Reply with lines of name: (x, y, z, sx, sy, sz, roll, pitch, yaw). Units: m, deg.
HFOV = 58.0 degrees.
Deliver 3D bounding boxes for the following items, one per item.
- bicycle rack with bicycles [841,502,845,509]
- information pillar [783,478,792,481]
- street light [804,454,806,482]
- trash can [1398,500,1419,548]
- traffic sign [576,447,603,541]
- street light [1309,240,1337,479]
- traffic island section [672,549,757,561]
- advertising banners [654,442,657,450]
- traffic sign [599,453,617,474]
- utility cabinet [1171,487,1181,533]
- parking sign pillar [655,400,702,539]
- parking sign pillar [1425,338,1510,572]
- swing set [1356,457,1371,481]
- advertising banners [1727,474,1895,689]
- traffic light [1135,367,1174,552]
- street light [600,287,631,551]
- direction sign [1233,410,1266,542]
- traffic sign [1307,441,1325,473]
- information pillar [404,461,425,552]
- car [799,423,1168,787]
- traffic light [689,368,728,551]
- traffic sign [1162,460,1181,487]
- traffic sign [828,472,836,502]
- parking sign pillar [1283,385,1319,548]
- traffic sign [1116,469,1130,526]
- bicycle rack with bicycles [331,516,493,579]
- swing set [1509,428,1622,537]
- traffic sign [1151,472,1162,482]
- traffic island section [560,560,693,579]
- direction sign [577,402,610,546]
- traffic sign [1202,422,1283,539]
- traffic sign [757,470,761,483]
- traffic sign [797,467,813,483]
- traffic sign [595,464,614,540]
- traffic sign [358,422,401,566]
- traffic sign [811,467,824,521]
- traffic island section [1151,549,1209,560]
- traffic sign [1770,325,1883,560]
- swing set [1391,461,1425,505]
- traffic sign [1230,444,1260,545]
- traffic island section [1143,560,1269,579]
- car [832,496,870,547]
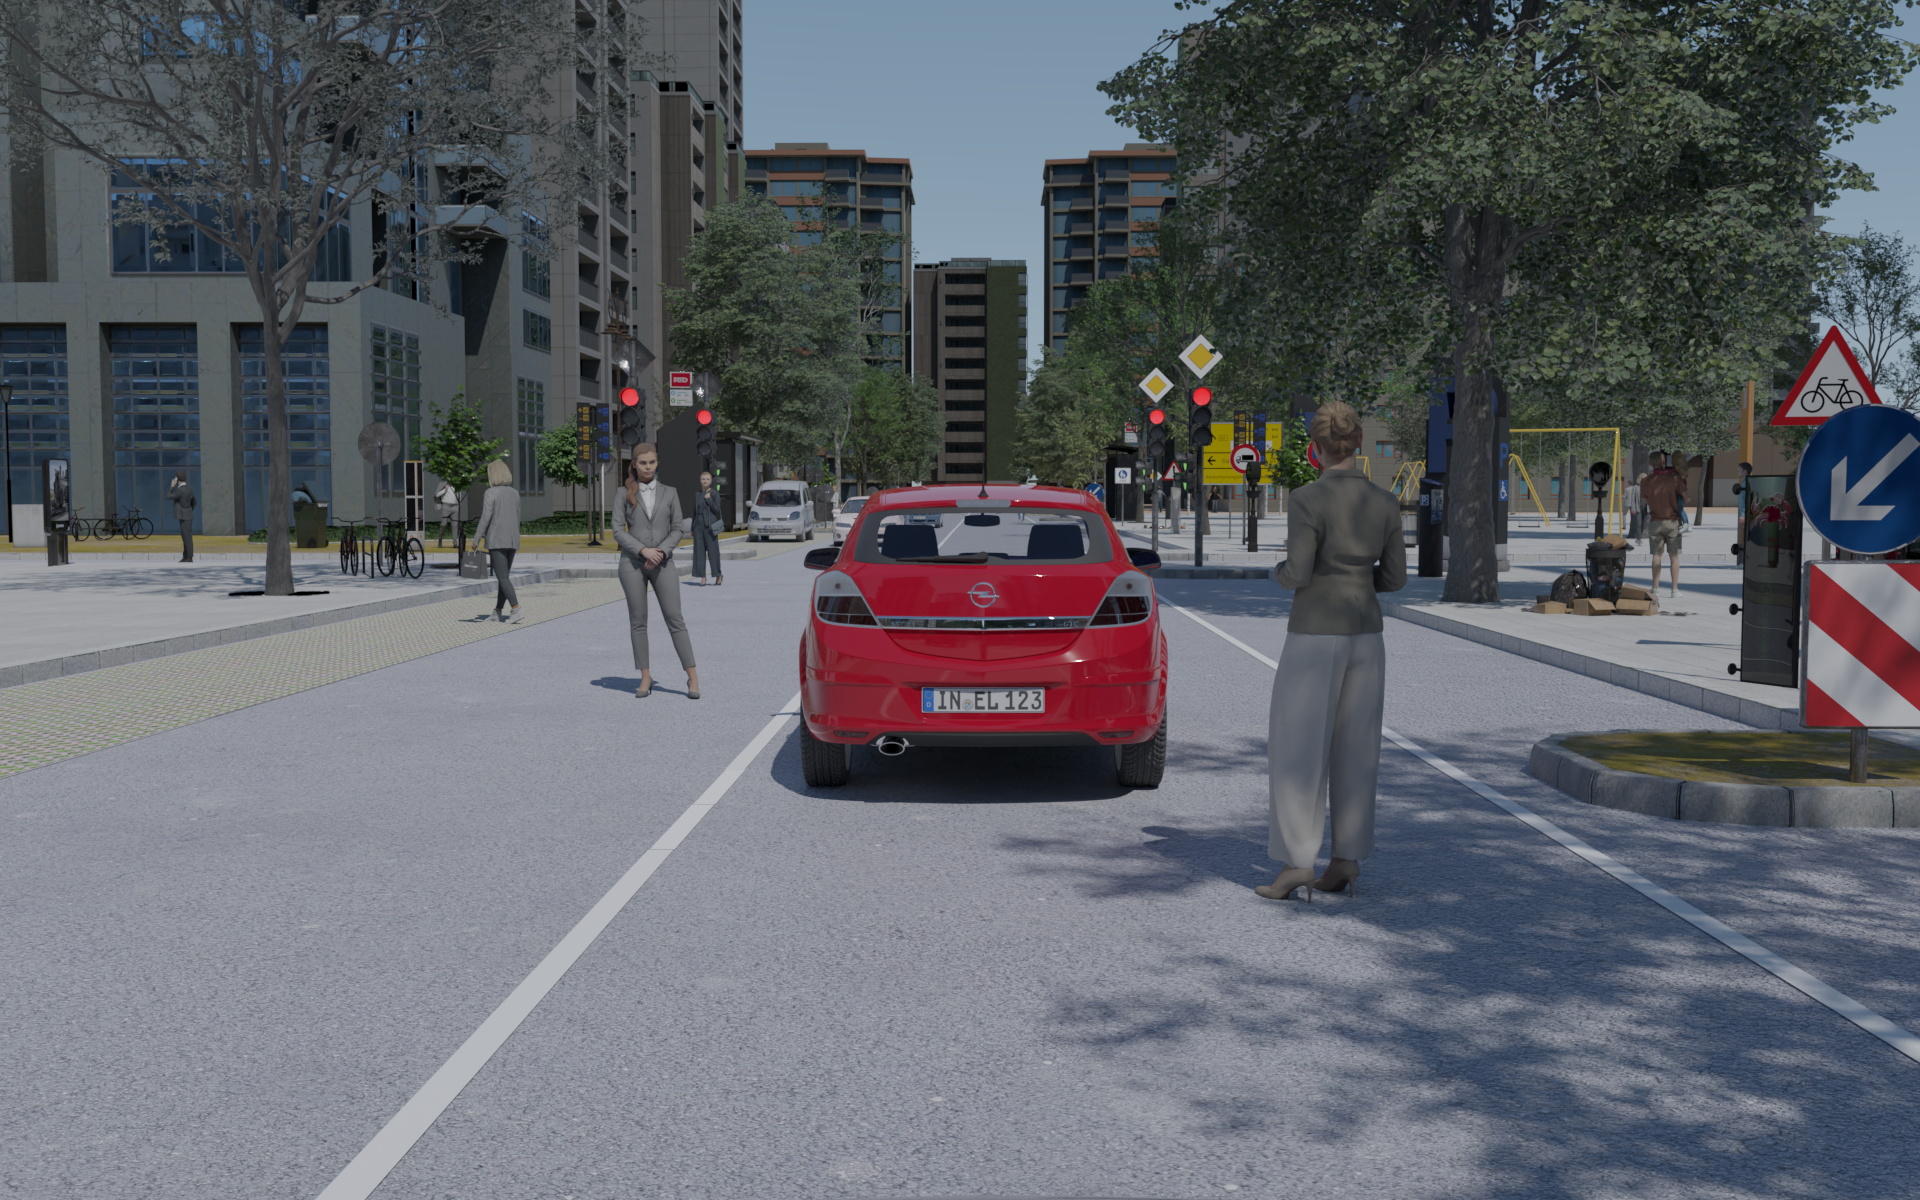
bicycle rack with bicycles: (-8.542, -6.076, 112.729, 2.925, 0.926, 2.852, 0, 4, -8)
information pillar: (-7.843, -4.544, 78.794, 0.304, 2.012, 0.304, 3, 4, 38)
street light: (-7.068, -6.489, 78.888, 0.468, 5.910, 1.993, 0, 4, 1)
trash can: (10.669, -1.820, 41.404, 0.748, 1.137, 0.748, 0, 3, 0)
traffic sign: (-10.014, -2.858, 46.837, 0.768, 2.556, 0.104, 1, 4, 10)
street light: (6.237, -3.491, 29.861, 0.468, 5.910, 1.993, 0, 4, 1)
traffic island section: (-5.671, -1.010, 38.795, 2.009, 0.180, 2.903, 0, 4, 1)
advertising banners: (-10.082, -3.872, 59.490, 0.090, 3.025, 2.074, 1, 4, 13)
traffic sign: (-9.742, -2.904, 47.206, 0.795, 2.593, 0.064, 0, 4, 5)
utility cabinet: (7.024, -2.912, 56.295, 0.318, 1.500, 1.173, 0, 4, 6)
parking sign pillar: (-8.082, -3.744, 49.682, 1.447, 3.967, 1.447, -2, 4, -24)
parking sign pillar: (8.457, -2.472, 28.886, 1.447, 3.967, 1.447, 3, 5, 41)
swing set: (15.971, -4.641, 73.504, 3.119, 2.851, 2.862, 2, 4, 28)
advertising banners: (5.710, -0.898, 10.876, 0.090, 3.025, 2.074, -1, 4, -22)
traffic light: (4.329, -3.034, 38.521, 0.839, 4.253, 0.868, 0, 4, 1)
street light: (-7.668, -4.046, 38.935, 0.468, 5.910, 1.993, 0, 4, 1)
direction sign: (7.789, -3.342, 46.638, 0.876, 3.537, 0.379, 1, 4, 22)
traffic sign: (7.889, -2.290, 37.541, 0.768, 2.556, 0.104, 0, 4, 5)
information pillar: (-12.149, -2.084, 38.570, 0.304, 2.012, 0.304, 1, 4, 14)
car: (0.129, -0.056, 9.962, 2.155, 1.783, 4.494, 0, 4, 1)
traffic light: (-5.631, -3.042, 38.660, 0.839, 4.253, 0.868, 0, 4, 1)
traffic sign: (8.132, -4.030, 65.887, 0.884, 2.594, 0.081, 1, 4, 8)
traffic sign: (-7.578, -6.134, 100.402, 0.768, 2.556, 0.104, 1, 4, 9)
parking sign pillar: (8.497, -3.241, 41.462, 1.447, 3.967, 1.447, -2, 4, -33)
traffic sign: (6.427, -4.055, 68.429, 0.606, 2.300, 0.079, 0, 4, 1)
bicycle rack with bicycles: (-8.520, -0.848, 27.251, 2.852, 0.926, 2.925, -1, 4, -22)
swing set: (14.401, -2.691, 41.613, 3.119, 2.851, 2.862, 2, 4, 27)
traffic sign: (9.864, -5.389, 87.850, 0.795, 2.593, 0.064, 1, 4, 9)
traffic island section: (-5.795, -0.522, 30.811, 2.009, 0.180, 2.903, 0, 4, 1)
direction sign: (-9.091, -3.119, 42.997, 0.876, 3.537, 0.379, -3, 5, -40)
traffic sign: (7.965, -3.367, 48.921, 2.265, 3.308, 0.079, 0, 4, 4)
traffic sign: (-10.578, -5.434, 88.949, 0.768, 2.556, 0.104, 0, 4, 7)
traffic sign: (-7.279, -4.965, 81.290, 0.768, 2.556, 0.104, 1, 4, 10)
traffic sign: (-10.005, -2.943, 48.221, 0.768, 2.556, 0.104, 1, 4, 11)
traffic sign: (-10.270, -1.867, 30.630, 0.768, 2.556, 0.104, 0, 4, 2)
traffic sign: (-6.798, -5.009, 82.004, 0.768, 2.556, 0.104, 0, 4, 8)
traffic island section: (4.369, -1.000, 38.634, 2.009, 0.180, 2.903, 0, 4, 1)
traffic sign: (6.731, -0.821, 13.434, 0.884, 2.594, 0.081, 1, 4, 10)
swing set: (22.167, -5.329, 84.757, 2.862, 2.851, 3.119, 0, 4, 2)
traffic sign: (7.196, -2.673, 43.814, 0.768, 2.556, 0.104, 0, 4, 5)
traffic island section: (4.245, -0.512, 30.650, 2.009, 0.180, 2.903, 0, 4, 1)
car: (-2.533, -2.228, 48.784, 2.083, 1.381, 4.827, 0, 3, 0)
